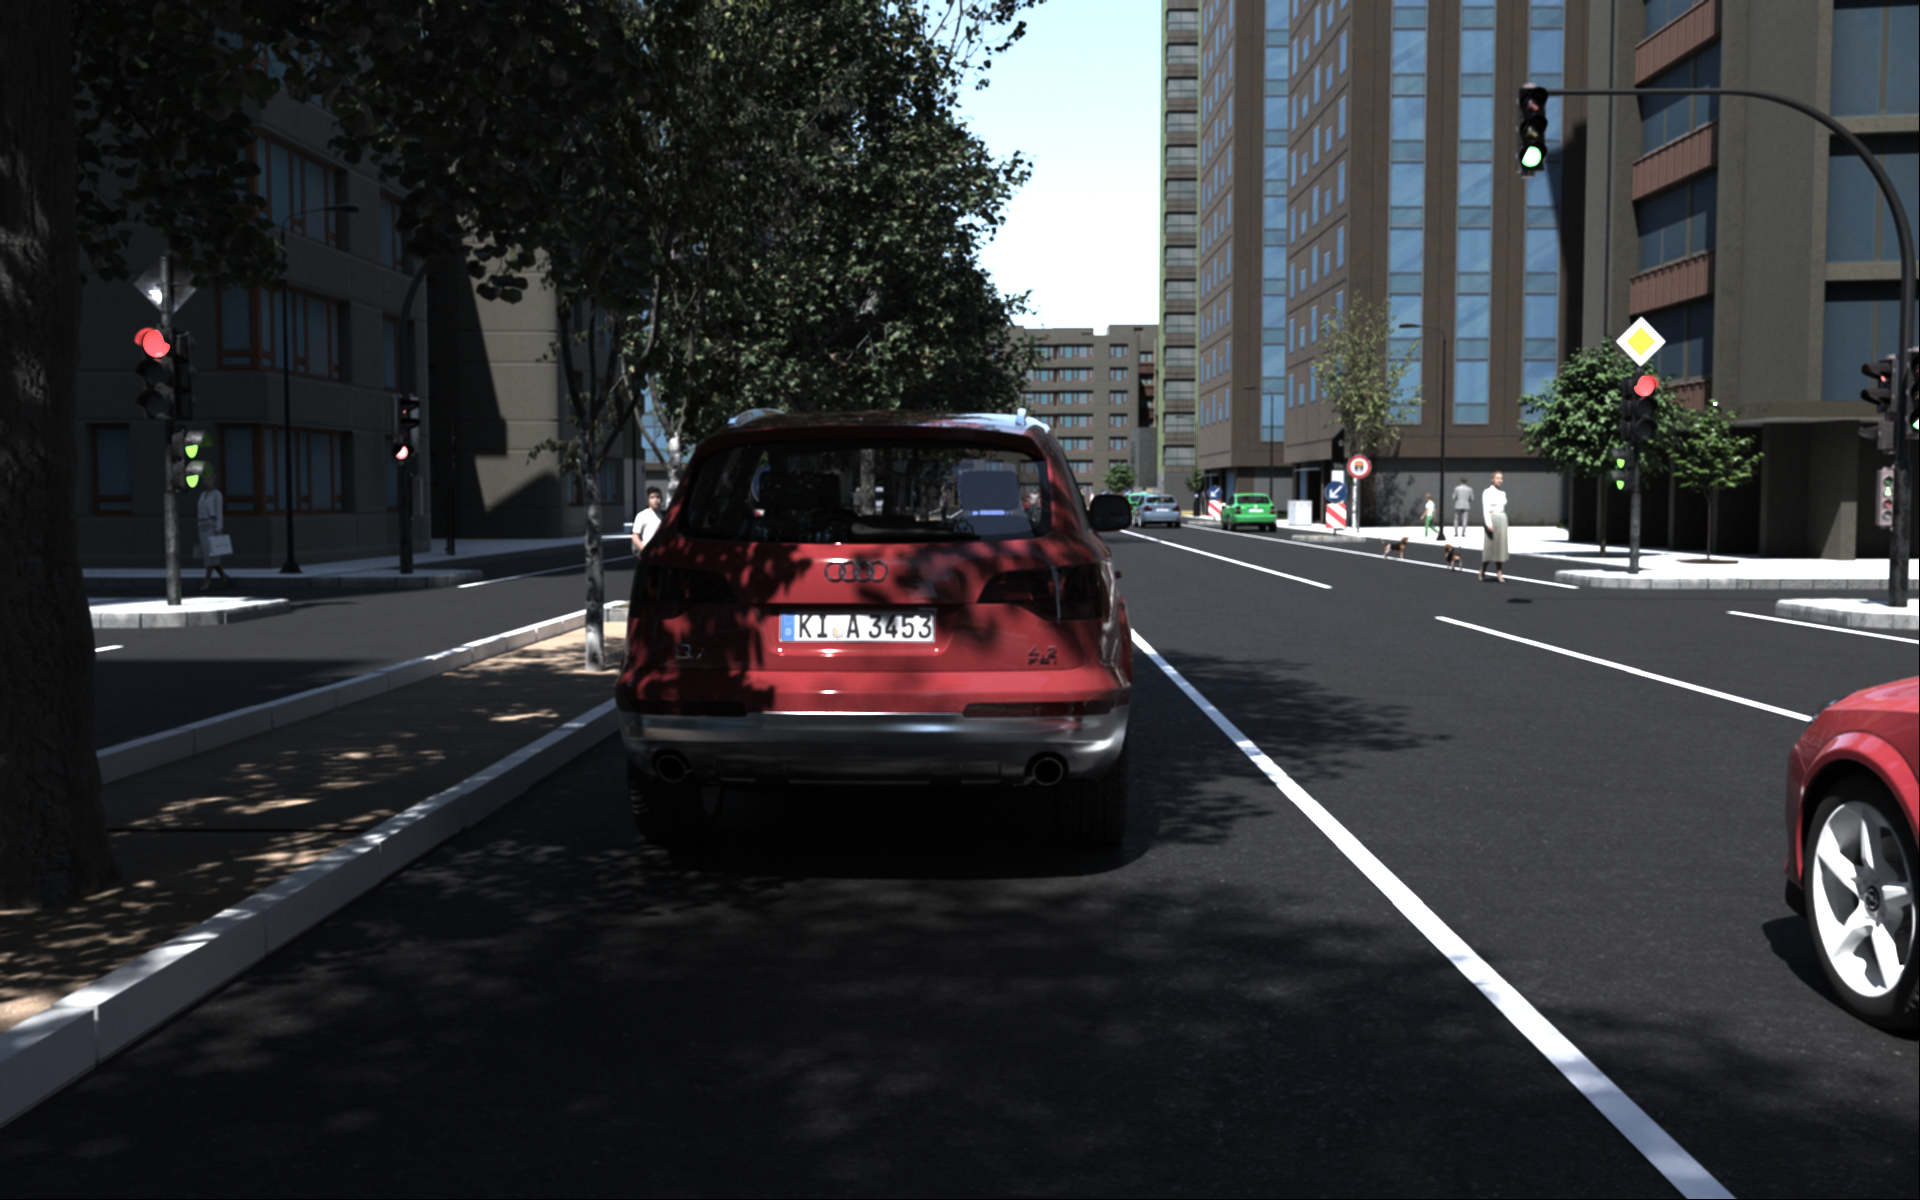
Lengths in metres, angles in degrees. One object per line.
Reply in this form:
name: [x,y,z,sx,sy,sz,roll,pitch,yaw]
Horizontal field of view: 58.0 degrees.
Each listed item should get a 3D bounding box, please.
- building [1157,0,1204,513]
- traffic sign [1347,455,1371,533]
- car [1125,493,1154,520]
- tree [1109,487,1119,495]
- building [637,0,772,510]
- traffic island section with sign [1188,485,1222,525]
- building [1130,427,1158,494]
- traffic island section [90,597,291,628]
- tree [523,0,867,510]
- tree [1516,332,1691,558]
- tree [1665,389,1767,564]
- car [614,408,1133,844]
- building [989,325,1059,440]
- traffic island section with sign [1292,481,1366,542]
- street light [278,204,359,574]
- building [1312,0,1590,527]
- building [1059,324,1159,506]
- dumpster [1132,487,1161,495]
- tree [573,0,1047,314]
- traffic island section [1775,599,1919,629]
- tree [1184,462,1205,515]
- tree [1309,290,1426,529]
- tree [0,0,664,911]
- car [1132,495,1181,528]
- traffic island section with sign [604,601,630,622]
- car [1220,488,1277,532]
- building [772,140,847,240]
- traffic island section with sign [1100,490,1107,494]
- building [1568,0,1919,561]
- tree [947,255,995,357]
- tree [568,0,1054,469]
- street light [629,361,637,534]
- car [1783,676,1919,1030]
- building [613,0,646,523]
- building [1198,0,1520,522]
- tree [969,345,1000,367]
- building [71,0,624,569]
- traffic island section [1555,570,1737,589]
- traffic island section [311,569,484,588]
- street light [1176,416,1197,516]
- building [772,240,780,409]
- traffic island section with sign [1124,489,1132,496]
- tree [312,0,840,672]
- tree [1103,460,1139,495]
building: [22.753,-27.809,138.265,14.154,41.232,14.086,0,4,1]
traffic sign: [13.007,-3.450,56.521,0.768,2.556,0.104,1,4,10]
car: [8.660,-4.577,83.634,1.959,1.807,4.718,0,4,-1]
tree: [15.587,-10.910,172.975,1.663,3.219,1.824,0,3,0]
building: [-19.716,-28.110,109.713,14.600,45.320,14.200,0,4,1]
traffic island section with sign: [11.645,-4.400,80.567,1.989,1.847,2.006,0,4,1]
building: [28.354,-51.781,159.297,22.319,86.520,31.000,0,4,1]
traffic island section: [-9.084,0.140,19.991,2.009,0.180,2.903,0,4,1]
tree: [-3.007,-3.992,18.084,4.360,8.622,3.978,0,3,0]
tree: [13.126,-3.140,35.049,4.285,4.588,4.351,0,3,0]
tree: [13.775,-2.290,32.047,1.663,3.219,1.824,0,3,0]
car: [-0.252,0.001,8.664,2.281,1.827,5.304,0,4,3]
building: [-3.734,-21.883,202.831,28.899,21.520,27.650,0,4,1]
traffic island section with sign: [11.194,-2.702,52.806,1.989,1.847,2.006,0,4,1]
street light: [-10.316,-3.386,27.901,1.470,5.913,1.316,0,4,1]
building: [21.955,-25.847,72.710,14.600,45.320,14.200,0,4,1]
building: [25.150,-21.812,201.660,28.899,21.520,27.650,0,4,1]
dumpster: [11.892,-6.257,110.523,1.865,1.857,1.264,0,4,3]
tree: [-3.524,-11.354,43.991,12.611,20.169,13.585,0,3,0]
traffic island section: [10.654,0.160,19.670,2.009,0.180,2.903,0,4,1]
tree: [14.398,-6.775,105.378,1.663,3.219,1.824,0,3,0]
tree: [14.762,-6.929,63.648,4.737,8.622,4.395,0,3,0]
tree: [-3.433,-5.920,5.904,9.857,13.997,8.962,0,3,0]
car: [8.473,-3.828,74.591,2.014,1.417,4.499,0,4,0]
traffic island section with sign: [-3.015,-0.733,20.128,2.006,1.907,1.989,0,4,1]
car: [11.145,-3.560,67.000,1.959,1.807,4.718,0,4,2]
building: [-21.698,-33.161,165.880,21.600,48.544,21.300,0,4,1]
traffic island section with sign: [12.870,-9.069,156.911,1.989,1.847,2.006,0,4,1]
building: [29.641,-23.655,41.381,28.867,44.769,22.147,0,4,1]
tree: [-2.275,-8.664,69.862,9.928,11.665,9.643,0,3,0]
tree: [-2.948,-6.945,33.018,9.611,12.733,9.660,0,3,0]
street light: [-9.902,-5.073,55.488,1.470,5.913,1.316,0,4,1]
car: [3.323,0.346,3.376,2.155,1.783,4.494,0,4,0]
building: [-21.948,-18.493,74.055,14.160,30.474,14.107,0,4,1]
building: [20.974,-27.203,94.887,14.600,45.320,14.200,0,4,1]
tree: [-1.857,-9.987,83.871,7.486,12.596,7.792,0,3,0]
building: [-25.406,-12.150,43.697,27.650,21.520,28.899,0,4,1]
traffic island section: [10.783,-0.329,27.654,2.009,0.180,2.903,0,4,1]
traffic island section: [-8.956,-0.348,27.975,2.009,0.180,2.903,0,4,1]
street light: [13.450,-7.958,102.654,1.470,5.913,1.316,0,4,1]
building: [-25.849,-17.605,132.888,27.650,21.520,28.899,0,4,1]
traffic island section with sign: [12.435,-7.421,129.960,1.989,1.847,2.006,0,4,1]
tree: [-2.898,-3.708,13.442,4.737,8.622,4.395,0,3,0]
tree: [15.327,-11.088,165.006,4.285,4.588,4.351,0,3,0]
